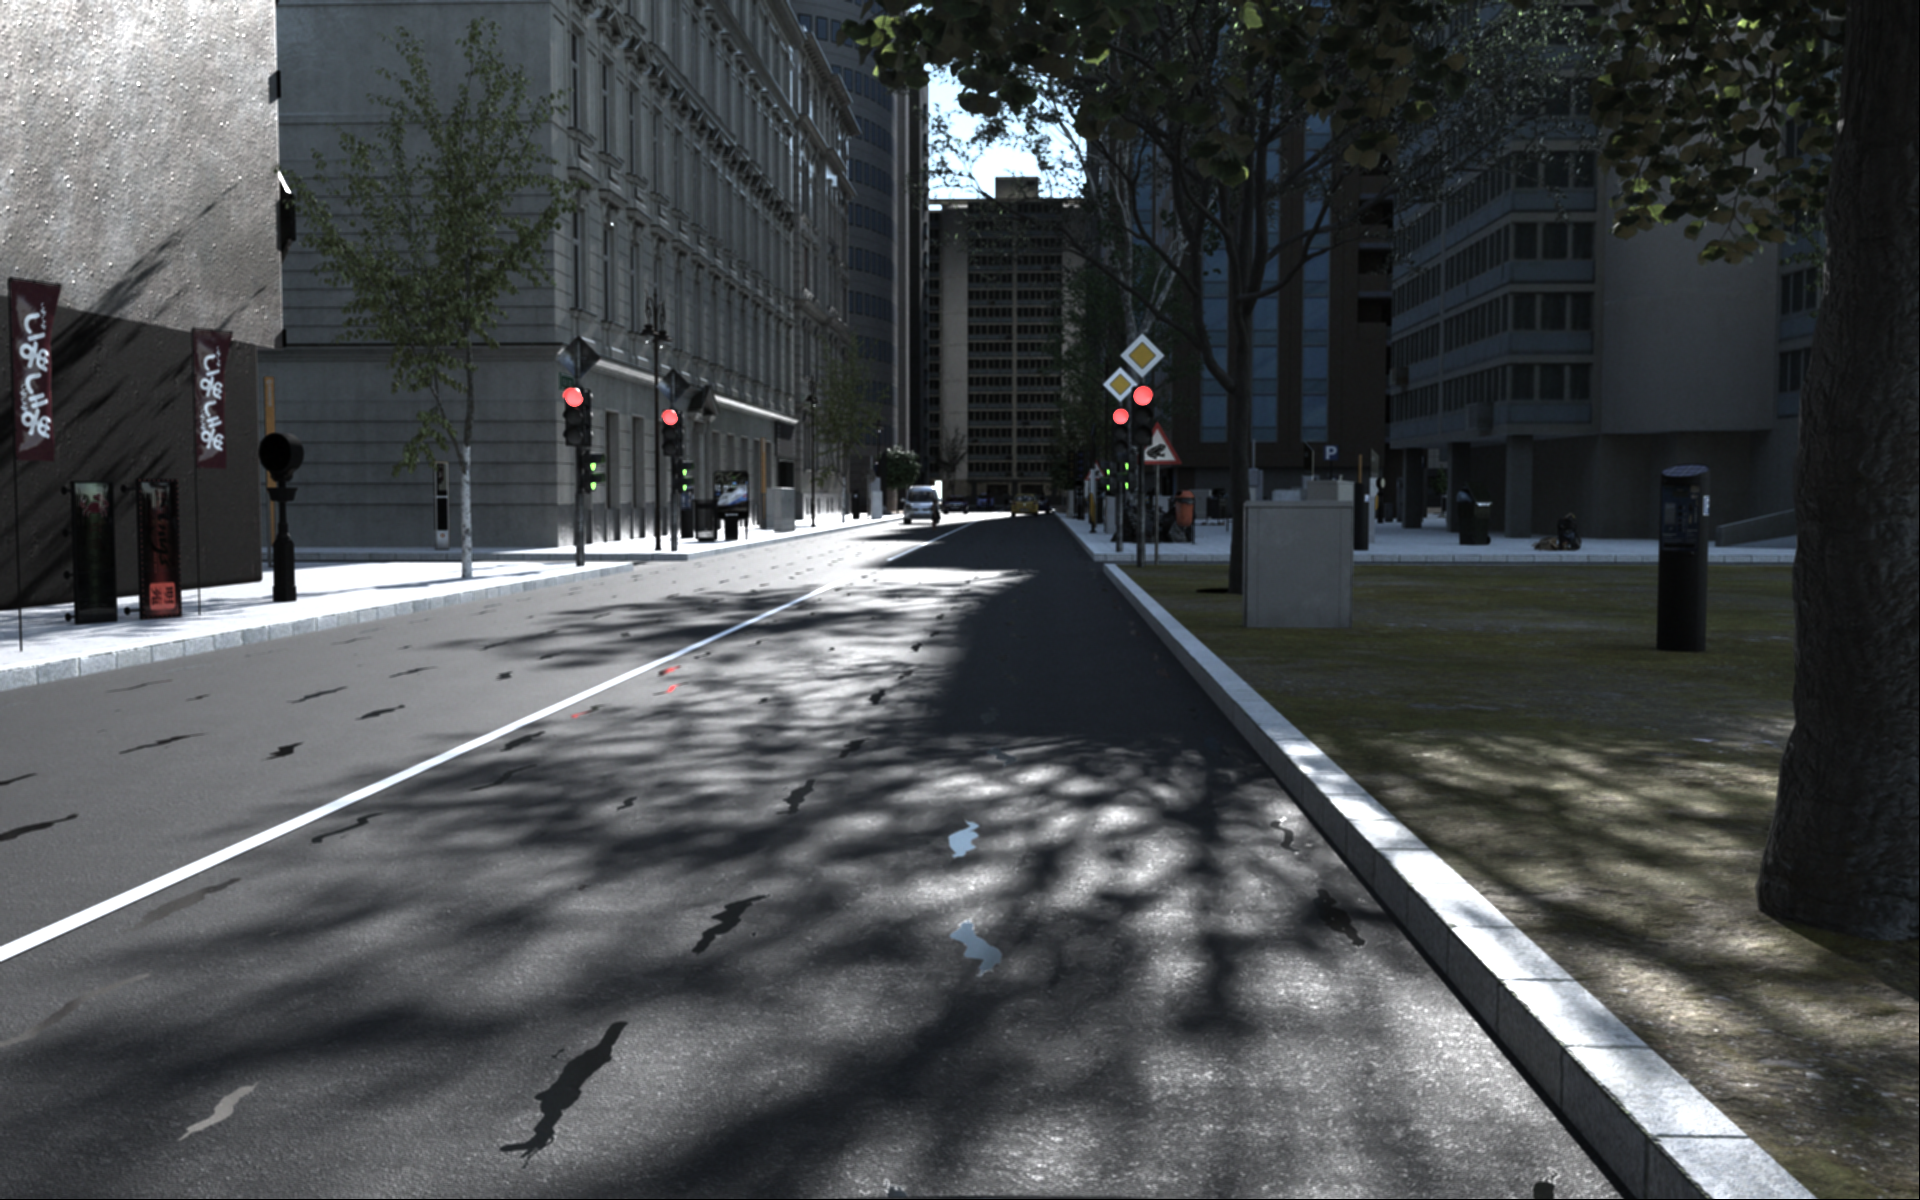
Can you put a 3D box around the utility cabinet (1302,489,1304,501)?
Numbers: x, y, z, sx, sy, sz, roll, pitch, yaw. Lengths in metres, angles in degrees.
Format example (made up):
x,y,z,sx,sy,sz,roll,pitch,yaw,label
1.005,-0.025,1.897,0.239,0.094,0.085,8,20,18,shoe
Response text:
x,y,z,sx,sy,sz,roll,pitch,yaw,label
14.237,-3.699,69.164,1.173,1.500,0.318,3,4,36,utility cabinet

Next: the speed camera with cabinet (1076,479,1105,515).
x,y,z,sx,sy,sz,roll,pitch,yaw,label
8.023,-6.846,106.274,2.038,3.252,0.660,3,5,45,speed camera with cabinet

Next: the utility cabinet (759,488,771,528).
x,y,z,sx,sy,sz,roll,pitch,yaw,label
-6.908,-3.406,64.375,1.173,1.500,0.318,-3,5,-43,utility cabinet

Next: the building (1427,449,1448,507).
x,y,z,sx,sy,sz,roll,pitch,yaw,label
51.403,-46.962,206.088,20.611,71.187,20.563,0,4,3,building

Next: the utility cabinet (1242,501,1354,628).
x,y,z,sx,sy,sz,roll,pitch,yaw,label
3.250,-0.338,16.691,1.020,1.237,0.306,0,4,5,utility cabinet

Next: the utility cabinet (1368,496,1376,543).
x,y,z,sx,sy,sz,roll,pitch,yaw,label
10.563,-2.091,45.344,0.306,1.237,1.020,2,4,32,utility cabinet

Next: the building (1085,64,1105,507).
x,y,z,sx,sy,sz,roll,pitch,yaw,label
22.934,-38.457,170.768,21.231,58.520,28.212,0,4,3,building

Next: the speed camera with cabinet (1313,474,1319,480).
x,y,z,sx,sy,sz,roll,pitch,yaw,label
15.206,-5.145,78.451,2.038,3.252,0.660,0,4,-5,speed camera with cabinet

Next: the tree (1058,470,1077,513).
x,y,z,sx,sy,sz,roll,pitch,yaw,label
7.585,-7.477,116.852,1.663,3.219,1.824,0,3,0,tree

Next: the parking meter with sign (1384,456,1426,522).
x,y,z,sx,sy,sz,roll,pitch,yaw,label
20.332,-5.073,79.211,1.738,3.016,0.543,0,4,5,parking meter with sign

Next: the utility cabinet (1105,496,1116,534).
x,y,z,sx,sy,sz,roll,pitch,yaw,label
4.835,-2.717,55.582,0.306,1.237,1.020,0,4,2,utility cabinet

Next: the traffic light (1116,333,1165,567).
x,y,z,sx,sy,sz,roll,pitch,yaw,label
3.158,-2.531,30.307,0.839,4.253,0.868,0,4,3,traffic light

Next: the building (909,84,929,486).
x,y,z,sx,sy,sz,roll,pitch,yaw,label
-14.297,-33.850,177.157,21.600,48.544,21.300,0,4,3,building

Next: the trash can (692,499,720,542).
x,y,z,sx,sy,sz,roll,pitch,yaw,label
-6.879,-2.159,46.958,0.748,1.137,0.748,0,3,0,trash can

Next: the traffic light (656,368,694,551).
x,y,z,sx,sy,sz,roll,pitch,yaw,label
-6.388,-3.045,38.708,0.839,4.253,0.868,0,4,3,traffic light

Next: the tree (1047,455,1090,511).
x,y,z,sx,sy,sz,roll,pitch,yaw,label
8.405,-9.151,133.335,4.285,4.588,4.351,0,3,0,tree

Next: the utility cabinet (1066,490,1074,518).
x,y,z,sx,sy,sz,roll,pitch,yaw,label
5.890,-5.145,92.796,0.318,1.500,1.173,0,4,-3,utility cabinet

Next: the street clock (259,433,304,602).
x,y,z,sx,sy,sz,roll,pitch,yaw,label
-8.077,-0.984,20.657,0.471,2.002,0.358,1,4,18,street clock

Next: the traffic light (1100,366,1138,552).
x,y,z,sx,sy,sz,roll,pitch,yaw,label
3.514,-3.019,38.284,0.839,4.253,0.868,0,4,3,traffic light

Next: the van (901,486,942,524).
x,y,z,sx,sy,sz,roll,pitch,yaw,label
-1.849,-4.711,84.040,2.013,2.044,4.112,0,4,1,van

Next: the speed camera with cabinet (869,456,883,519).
x,y,z,sx,sy,sz,roll,pitch,yaw,label
-4.333,-5.805,89.253,0.660,3.252,2.038,0,4,-6,speed camera with cabinet

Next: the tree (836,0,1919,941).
x,y,z,sx,sy,sz,roll,pitch,yaw,label
2.908,-6.012,4.947,9.857,13.997,8.962,0,3,0,tree

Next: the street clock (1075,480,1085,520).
x,y,z,sx,sy,sz,roll,pitch,yaw,label
5.997,-5.026,86.745,0.471,2.002,0.358,3,4,39,street clock

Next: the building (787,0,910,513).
x,y,z,sx,sy,sz,roll,pitch,yaw,label
-15.247,-35.809,127.472,21.231,58.520,28.212,0,4,3,building

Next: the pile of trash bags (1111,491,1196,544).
x,y,z,sx,sy,sz,roll,pitch,yaw,label
5.343,-2.191,45.582,1.912,1.369,3.447,-1,4,-17,pile of trash bags

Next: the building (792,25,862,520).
x,y,z,sx,sy,sz,roll,pitch,yaw,label
-13.456,-18.871,95.929,14.401,28.519,23.554,0,4,3,building

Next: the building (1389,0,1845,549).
x,y,z,sx,sy,sz,roll,pitch,yaw,label
27.466,-22.176,54.458,23.993,40.220,32.217,0,4,3,building

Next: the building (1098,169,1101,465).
x,y,z,sx,sy,sz,roll,pitch,yaw,label
22.822,-31.936,141.754,23.786,49.044,30.456,0,4,3,building

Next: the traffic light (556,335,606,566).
x,y,z,sx,sy,sz,roll,pitch,yaw,label
-6.744,-2.557,30.731,0.839,4.253,0.868,0,4,3,traffic light

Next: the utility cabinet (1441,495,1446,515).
x,y,z,sx,sy,sz,roll,pitch,yaw,label
29.849,-5.811,106.165,0.306,1.237,1.020,3,5,39,utility cabinet

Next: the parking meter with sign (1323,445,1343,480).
x,y,z,sx,sy,sz,roll,pitch,yaw,label
13.530,-4.046,62.409,0.543,3.016,1.738,2,4,23,parking meter with sign

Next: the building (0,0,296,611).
x,y,z,sx,sy,sz,roll,pitch,yaw,label
-18.820,-9.335,20.087,16.811,18.784,16.820,0,4,3,building

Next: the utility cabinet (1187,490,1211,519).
x,y,z,sx,sy,sz,roll,pitch,yaw,label
12.095,-4.825,87.570,1.173,1.500,0.318,2,4,27,utility cabinet

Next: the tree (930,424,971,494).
x,y,z,sx,sy,sz,roll,pitch,yaw,label
-0.943,-14.160,181.871,4.360,8.622,3.978,0,3,0,tree

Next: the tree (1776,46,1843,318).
x,y,z,sx,sy,sz,roll,pitch,yaw,label
14.127,-4.568,25.048,4.737,8.622,4.395,0,3,0,tree

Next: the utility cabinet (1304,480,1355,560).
x,y,z,sx,sy,sz,roll,pitch,yaw,label
5.912,-1.160,27.637,0.318,1.500,1.173,-1,4,-12,utility cabinet

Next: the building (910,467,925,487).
x,y,z,sx,sy,sz,roll,pitch,yaw,label
-13.624,-43.636,151.697,20.563,71.187,20.611,0,4,3,building

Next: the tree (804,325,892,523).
x,y,z,sx,sy,sz,roll,pitch,yaw,label
-5.122,-7.708,76.385,4.737,8.622,4.395,0,3,0,tree

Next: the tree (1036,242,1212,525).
x,y,z,sx,sy,sz,roll,pitch,yaw,label
6.679,-8.911,71.442,9.928,11.665,9.643,0,3,0,tree

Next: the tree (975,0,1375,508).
x,y,z,sx,sy,sz,roll,pitch,yaw,label
6.057,-11.734,47.740,12.611,20.169,13.585,0,3,0,tree

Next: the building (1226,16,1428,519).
x,y,z,sx,sy,sz,roll,pitch,yaw,label
18.262,-27.270,95.970,14.600,45.320,14.200,0,4,3,building

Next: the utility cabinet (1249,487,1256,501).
x,y,z,sx,sy,sz,roll,pitch,yaw,label
9.039,-2.764,53.872,0.318,1.500,1.173,0,4,7,utility cabinet

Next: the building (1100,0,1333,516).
x,y,z,sx,sy,sz,roll,pitch,yaw,label
16.924,-28.723,119.728,14.600,45.320,14.200,0,4,3,building

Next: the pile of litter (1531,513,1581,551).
x,y,z,sx,sy,sz,roll,pitch,yaw,label
13.672,-1.578,39.759,1.176,0.858,1.719,3,5,44,pile of litter

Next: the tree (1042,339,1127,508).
x,y,z,sx,sy,sz,roll,pitch,yaw,label
6.535,-8.002,81.197,4.737,8.622,4.395,0,3,0,tree

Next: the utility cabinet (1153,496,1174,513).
x,y,z,sx,sy,sz,roll,pitch,yaw,label
6.573,-2.646,54.422,1.020,1.237,0.306,1,4,9,utility cabinet

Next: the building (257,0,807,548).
x,y,z,sx,sy,sz,roll,pitch,yaw,label
-16.527,-17.480,62.212,17.030,29.872,44.131,0,4,3,building

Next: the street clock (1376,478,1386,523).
x,y,z,sx,sy,sz,roll,pitch,yaw,label
18.527,-4.385,76.269,0.358,2.002,0.471,3,5,42,street clock

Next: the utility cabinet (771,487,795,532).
x,y,z,sx,sy,sz,roll,pitch,yaw,label
-5.862,-3.013,57.948,0.318,1.500,1.173,1,4,16,utility cabinet

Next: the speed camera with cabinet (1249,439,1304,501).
x,y,z,sx,sy,sz,roll,pitch,yaw,label
11.272,-4.164,62.420,2.038,3.252,0.660,1,4,13,speed camera with cabinet

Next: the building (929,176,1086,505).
x,y,z,sx,sy,sz,roll,pitch,yaw,label
6.952,-31.967,214.534,23.993,40.220,32.217,0,4,3,building

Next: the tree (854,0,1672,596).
x,y,z,sx,sy,sz,roll,pitch,yaw,label
3.503,-6.829,22.020,12.009,13.543,11.850,0,3,0,tree
